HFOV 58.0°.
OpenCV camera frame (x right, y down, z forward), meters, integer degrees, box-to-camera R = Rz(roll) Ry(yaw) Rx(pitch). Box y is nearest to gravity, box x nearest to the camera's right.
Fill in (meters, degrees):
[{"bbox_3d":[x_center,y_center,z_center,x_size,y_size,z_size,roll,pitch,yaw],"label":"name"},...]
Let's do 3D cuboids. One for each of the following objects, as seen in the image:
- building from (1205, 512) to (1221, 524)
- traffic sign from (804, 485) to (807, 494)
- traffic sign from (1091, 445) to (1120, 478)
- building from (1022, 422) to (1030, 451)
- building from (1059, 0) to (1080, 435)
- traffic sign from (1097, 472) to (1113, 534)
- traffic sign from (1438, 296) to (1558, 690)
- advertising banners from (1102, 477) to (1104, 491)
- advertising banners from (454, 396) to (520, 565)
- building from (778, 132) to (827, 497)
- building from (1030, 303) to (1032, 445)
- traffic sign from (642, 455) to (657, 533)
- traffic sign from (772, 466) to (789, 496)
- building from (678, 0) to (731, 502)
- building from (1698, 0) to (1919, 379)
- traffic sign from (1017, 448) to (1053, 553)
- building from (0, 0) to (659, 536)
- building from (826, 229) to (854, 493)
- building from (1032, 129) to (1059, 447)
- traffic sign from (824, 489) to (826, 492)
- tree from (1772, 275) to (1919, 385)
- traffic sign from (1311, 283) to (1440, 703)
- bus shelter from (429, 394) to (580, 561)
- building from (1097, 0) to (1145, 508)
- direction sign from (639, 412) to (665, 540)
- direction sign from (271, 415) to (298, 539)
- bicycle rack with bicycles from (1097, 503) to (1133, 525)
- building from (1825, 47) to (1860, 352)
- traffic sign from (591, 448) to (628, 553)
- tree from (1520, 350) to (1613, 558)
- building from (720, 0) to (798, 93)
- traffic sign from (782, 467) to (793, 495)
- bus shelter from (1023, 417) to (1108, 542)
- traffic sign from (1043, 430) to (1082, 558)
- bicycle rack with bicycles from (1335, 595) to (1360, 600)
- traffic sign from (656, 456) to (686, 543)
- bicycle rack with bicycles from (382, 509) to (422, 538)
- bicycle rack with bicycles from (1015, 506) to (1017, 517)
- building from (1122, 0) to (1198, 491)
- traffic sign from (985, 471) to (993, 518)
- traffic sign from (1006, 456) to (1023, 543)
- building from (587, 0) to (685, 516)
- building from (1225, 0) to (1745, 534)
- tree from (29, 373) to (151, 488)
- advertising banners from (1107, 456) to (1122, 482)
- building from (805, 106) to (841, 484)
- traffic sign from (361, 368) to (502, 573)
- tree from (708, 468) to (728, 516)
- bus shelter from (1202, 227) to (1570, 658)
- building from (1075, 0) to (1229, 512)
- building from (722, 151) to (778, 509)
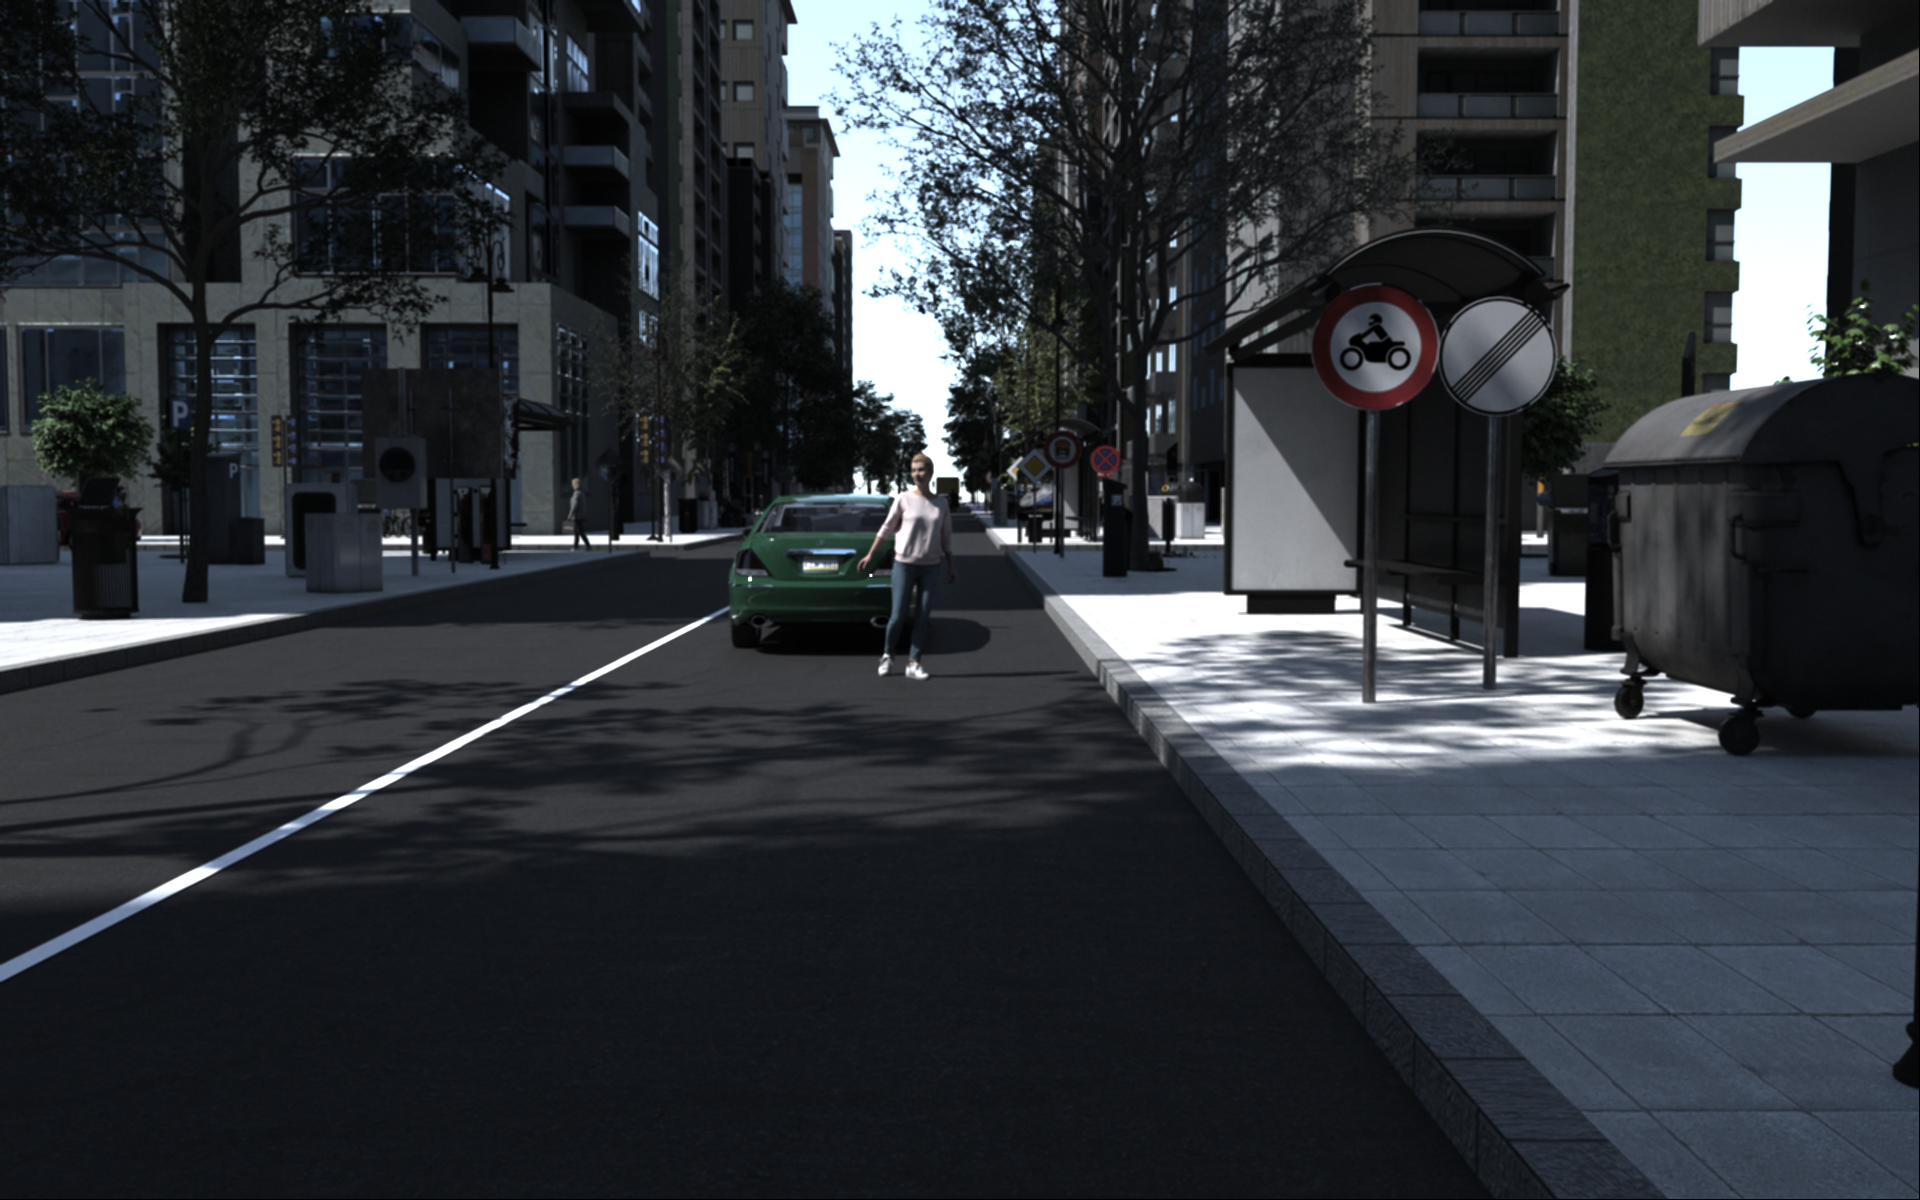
[{"bbox_3d":[17.904,-25.962,74.586,14.600,45.320,14.200,0,3,0],"label":"building"},{"bbox_3d":[-9.852,-6.771,110.811,0.768,2.556,0.104,0,4,8],"label":"traffic sign"},{"bbox_3d":[3.752,-2.727,44.696,0.768,2.556,0.104,0,4,7],"label":"traffic sign"},{"bbox_3d":[23.658,-25.751,266.075,27.650,21.520,28.899,0,3,0],"label":"building"},{"bbox_3d":[20.391,-38.639,173.752,21.231,58.520,28.212,0,3,0],"label":"building"},{"bbox_3d":[4.425,-3.380,55.259,0.884,2.594,0.081,0,4,4],"label":"traffic sign"},{"bbox_3d":[3.475,-0.684,11.290,0.768,2.556,0.104,0,4,1],"label":"traffic sign"},{"bbox_3d":[8.786,-7.104,112.339,2.074,3.025,0.090,-1,4,-22],"label":"advertising banners"},{"bbox_3d":[-8.633,-2.166,31.610,2.074,3.025,0.090,3,5,41],"label":"advertising banners"},{"bbox_3d":[-24.223,-34.769,218.587,14.600,45.320,14.200,0,3,0],"label":"building"},{"bbox_3d":[16.740,-28.886,243.991,14.160,30.474,14.107,0,3,0],"label":"building"},{"bbox_3d":[-10.087,-3.474,56.912,0.768,2.556,0.104,0,4,5],"label":"traffic sign"},{"bbox_3d":[-8.028,-4.727,77.385,0.768,2.556,0.104,0,4,6],"label":"traffic sign"},{"bbox_3d":[-26.517,-42.280,129.534,20.563,71.187,20.611,0,3,0],"label":"building"},{"bbox_3d":[25.591,-26.016,14.595,28.713,52.752,27.495,0,3,0],"label":"building"},{"bbox_3d":[1.615,-2.070,37.488,0.795,2.450,0.064,0,3,0],"label":"traffic sign"},{"bbox_3d":[-23.666,-46.076,66.013,22.319,86.520,31.000,0,3,0],"label":"building"},{"bbox_3d":[-23.442,-35.271,260.273,14.154,41.232,14.086,0,3,0],"label":"building"},{"bbox_3d":[20.475,-36.762,224.759,21.300,48.544,21.600,0,3,0],"label":"building"},{"bbox_3d":[-9.358,-7.337,120.058,0.768,2.556,0.104,0,4,5],"label":"traffic sign"},{"bbox_3d":[8.092,-1.271,15.379,1.663,3.219,1.824,0,3,0],"label":"tree"},{"bbox_3d":[2.515,-0.640,10.572,0.768,2.556,0.104,0,4,5],"label":"traffic sign"},{"bbox_3d":[-9.416,-2.552,35.651,2.014,3.302,5.546,0,4,0],"label":"bus shelter"},{"bbox_3d":[19.949,-42.553,133.987,20.563,71.187,20.611,0,3,0],"label":"building"},{"bbox_3d":[-8.532,-3.428,48.047,0.876,3.537,0.379,2,4,27],"label":"direction sign"},{"bbox_3d":[-19.411,-3.537,49.821,0.876,3.537,0.379,1,4,21],"label":"direction sign"},{"bbox_3d":[6.172,-3.656,73.154,2.852,0.926,2.925,-3,4,-38],"label":"bicycle rack with bicycles"},{"bbox_3d":[43.055,-26.670,59.759,21.600,48.544,21.300,0,3,0],"label":"building"},{"bbox_3d":[-7.579,-2.070,37.489,0.795,2.450,0.064,0,3,0],"label":"traffic sign"},{"bbox_3d":[11.585,-3.168,35.514,4.285,4.588,4.351,0,3,0],"label":"tree"},{"bbox_3d":[-31.046,-35.431,168.533,28.713,52.752,27.495,0,3,0],"label":"building"},{"bbox_3d":[-8.276,-5.012,82.049,0.768,2.556,0.104,0,4,2],"label":"traffic sign"},{"bbox_3d":[2.876,-3.334,48.427,2.014,3.302,5.546,0,3,0],"label":"bus shelter"},{"bbox_3d":[2.053,-2.121,34.791,0.768,2.556,0.104,0,4,2],"label":"traffic sign"},{"bbox_3d":[5.462,-0.516,21.816,2.925,0.926,2.852,1,4,14],"label":"bicycle rack with bicycles"},{"bbox_3d":[-7.596,-2.559,45.474,0.795,2.450,0.064,0,3,0],"label":"traffic sign"},{"bbox_3d":[-16.613,-2.329,51.461,2.852,0.926,2.925,-3,4,-37],"label":"bicycle rack with bicycles"},{"bbox_3d":[3.409,-5.138,97.393,2.925,0.926,2.852,-1,4,-10],"label":"bicycle rack with bicycles"},{"bbox_3d":[22.091,-29.672,104.752,23.786,49.044,30.456,0,3,0],"label":"building"},{"bbox_3d":[1.732,-5.716,93.558,0.768,2.556,0.104,0,4,5],"label":"traffic sign"},{"bbox_3d":[1.599,-2.558,45.473,0.795,2.450,0.064,0,3,0],"label":"traffic sign"},{"bbox_3d":[-23.802,-25.339,97.881,14.154,41.232,14.086,0,3,0],"label":"building"},{"bbox_3d":[17.213,-23.003,59.699,14.086,41.232,14.154,0,3,0],"label":"building"},{"bbox_3d":[-23.605,-3.877,47.097,4.285,4.588,4.351,0,3,0],"label":"tree"},{"bbox_3d":[7.224,-5.172,80.749,0.090,3.025,2.074,-1,4,-11],"label":"advertising banners"},{"bbox_3d":[-31.474,-39.750,239.154,28.713,52.752,27.495,0,3,0],"label":"building"},{"bbox_3d":[-8.576,-2.095,28.122,2.265,3.308,0.079,0,4,1],"label":"traffic sign"},{"bbox_3d":[-14.021,-6.414,99.475,1.663,3.219,1.824,0,3,0],"label":"tree"},{"bbox_3d":[3.606,-1.345,15.920,2.014,3.302,5.546,0,3,0],"label":"bus shelter"},{"bbox_3d":[17.588,-30.744,152.768,14.600,45.320,14.200,0,3,0],"label":"building"},{"bbox_3d":[-23.427,-23.044,148.466,14.160,30.474,14.107,0,3,0],"label":"building"}]
